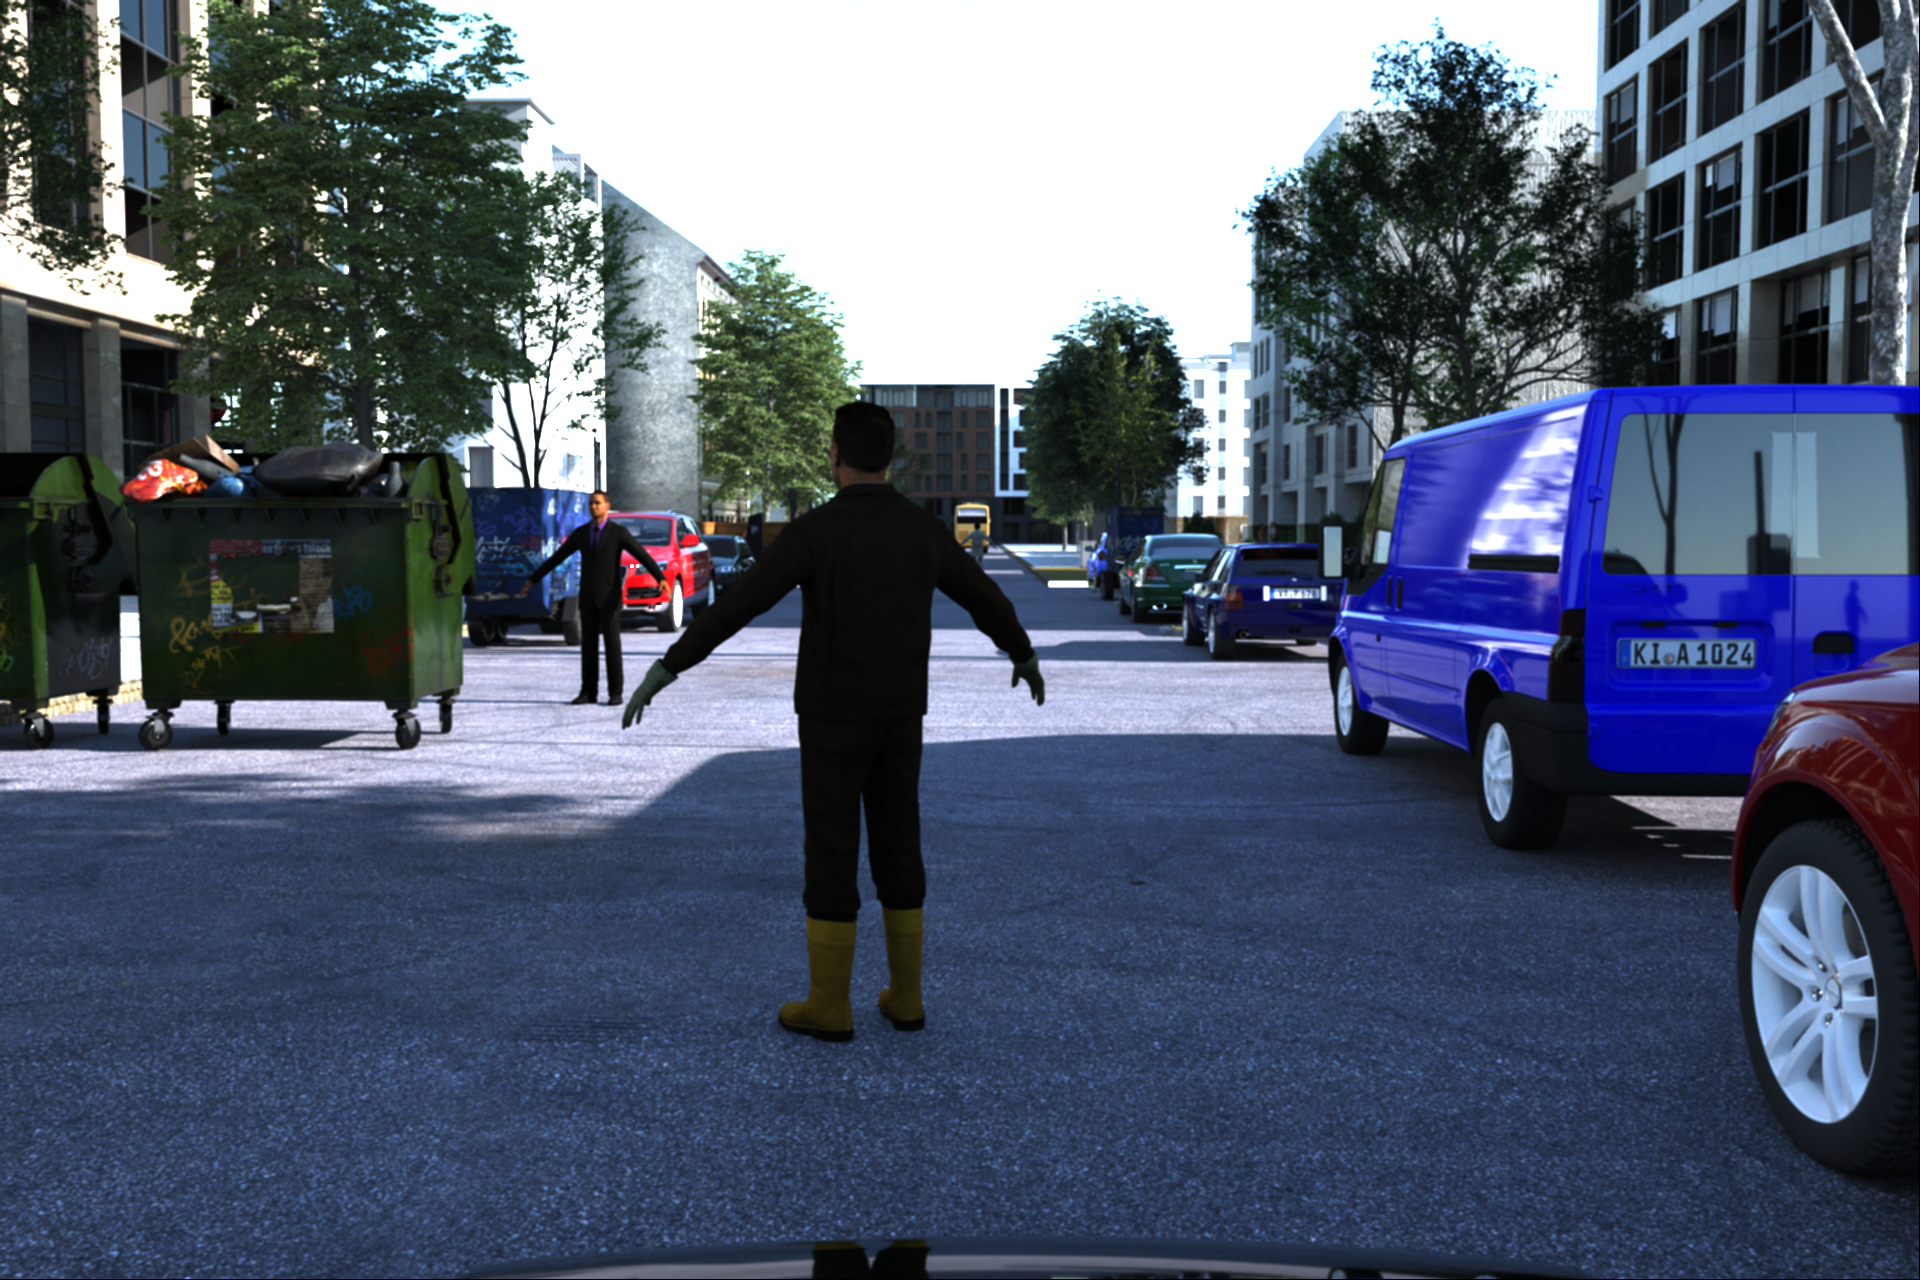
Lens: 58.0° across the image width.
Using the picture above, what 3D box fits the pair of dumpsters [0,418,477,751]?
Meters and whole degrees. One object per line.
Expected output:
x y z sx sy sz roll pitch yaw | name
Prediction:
-5.705 -0.423 11.873 4.436 2.255 1.574 0 4 1 | pair of dumpsters

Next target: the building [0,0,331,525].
-31.644 -16.631 38.140 22.709 31.103 35.509 0 4 0 | building

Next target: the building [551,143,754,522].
-23.126 -16.608 102.476 19.493 23.208 18.063 0 4 1 | building

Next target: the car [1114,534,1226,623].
3.720 -1.076 29.394 2.131 1.459 4.920 0 4 1 | car

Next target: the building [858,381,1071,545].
2.672 -24.305 243.821 32.646 21.610 27.936 0 4 1 | building

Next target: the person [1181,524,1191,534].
10.869 -4.658 82.291 1.348 1.813 0.705 -2 4 -23 | person

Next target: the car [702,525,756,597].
-5.413 -1.693 37.467 2.009 1.686 4.222 0 4 1 | car

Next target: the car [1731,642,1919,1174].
2.941 0.390 2.292 2.281 1.827 5.304 0 4 0 | car

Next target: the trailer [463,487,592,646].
-5.545 -0.901 21.785 1.471 1.999 3.904 0 4 1 | trailer

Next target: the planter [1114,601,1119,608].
4.066 -0.800 34.226 1.991 0.319 1.994 0 4 2 | planter

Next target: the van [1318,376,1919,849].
3.398 -0.314 9.515 2.240 2.365 5.245 0 4 1 | van

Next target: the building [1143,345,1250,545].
24.185 -19.881 181.468 16.016 20.090 11.380 0 4 0 | building

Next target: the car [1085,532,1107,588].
4.327 -2.246 46.306 1.945 1.707 3.694 0 4 0 | car

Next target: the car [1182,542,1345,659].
3.738 -0.523 21.126 1.945 1.354 3.894 0 4 0 | car

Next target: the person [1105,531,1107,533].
6.462 -4.035 75.239 0.599 1.433 0.991 3 4 36 | person

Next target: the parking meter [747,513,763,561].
-5.588 -2.535 47.159 0.399 1.863 0.255 0 4 1 | parking meter

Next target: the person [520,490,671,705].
-3.041 -0.361 14.578 1.346 1.802 0.704 1 4 12 | person

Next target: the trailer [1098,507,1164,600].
3.809 -1.923 38.491 1.471 1.999 3.904 0 4 0 | trailer

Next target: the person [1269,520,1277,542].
12.422 -3.853 68.846 0.705 1.847 1.347 1 4 12 | person

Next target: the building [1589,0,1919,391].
29.865 -14.416 38.898 19.351 26.588 34.151 0 4 1 | building

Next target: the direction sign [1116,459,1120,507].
4.843 -3.731 52.996 0.379 3.537 0.876 0 4 0 | direction sign

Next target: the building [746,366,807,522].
-25.574 -21.035 174.857 19.493 23.208 18.063 0 4 2 | building

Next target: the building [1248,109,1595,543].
24.309 -13.119 80.947 16.747 18.905 31.486 0 4 1 | building

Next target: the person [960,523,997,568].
0.566 -2.984 57.439 1.347 1.806 0.705 0 4 -7 | person

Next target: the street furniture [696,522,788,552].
-8.659 -3.494 63.985 11.010 1.723 9.812 1 4 20 | street furniture

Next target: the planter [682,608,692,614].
-5.681 -0.669 32.071 1.991 0.319 1.994 0 4 2 | planter

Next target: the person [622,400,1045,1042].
-0.295 0.220 4.999 1.346 1.812 0.704 -2 4 -29 | person

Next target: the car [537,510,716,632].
-5.089 -1.116 26.919 2.281 1.827 5.304 0 4 1 | car

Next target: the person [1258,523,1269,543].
12.870 -4.070 73.344 0.721 1.733 1.217 2 4 26 | person

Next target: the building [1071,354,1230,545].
27.482 -22.547 212.618 27.936 21.610 32.646 0 4 1 | building

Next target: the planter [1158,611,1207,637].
3.888 -0.231 24.910 1.991 0.319 1.994 0 4 0 | planter

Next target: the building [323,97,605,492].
-23.573 -13.464 76.562 16.016 20.090 11.380 0 4 2 | building
